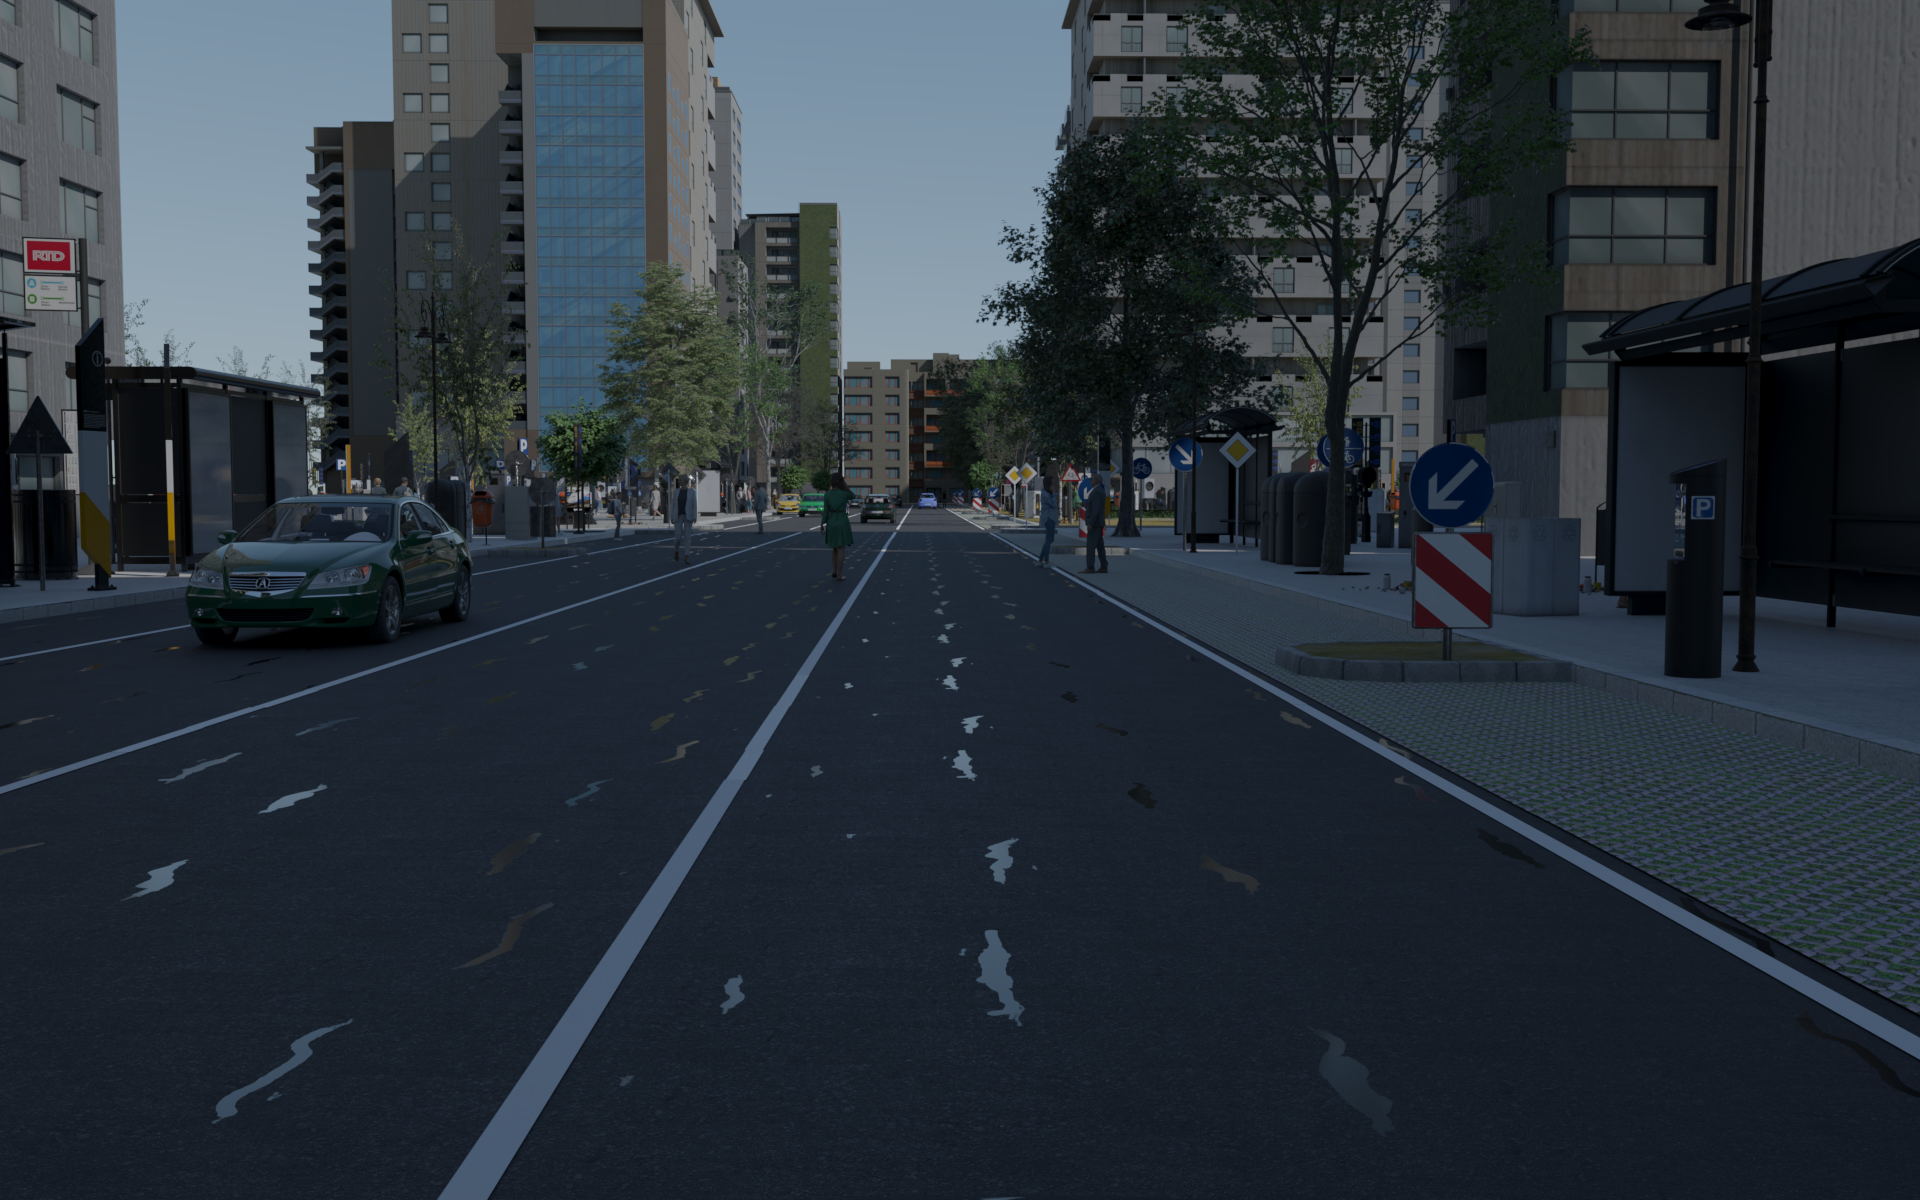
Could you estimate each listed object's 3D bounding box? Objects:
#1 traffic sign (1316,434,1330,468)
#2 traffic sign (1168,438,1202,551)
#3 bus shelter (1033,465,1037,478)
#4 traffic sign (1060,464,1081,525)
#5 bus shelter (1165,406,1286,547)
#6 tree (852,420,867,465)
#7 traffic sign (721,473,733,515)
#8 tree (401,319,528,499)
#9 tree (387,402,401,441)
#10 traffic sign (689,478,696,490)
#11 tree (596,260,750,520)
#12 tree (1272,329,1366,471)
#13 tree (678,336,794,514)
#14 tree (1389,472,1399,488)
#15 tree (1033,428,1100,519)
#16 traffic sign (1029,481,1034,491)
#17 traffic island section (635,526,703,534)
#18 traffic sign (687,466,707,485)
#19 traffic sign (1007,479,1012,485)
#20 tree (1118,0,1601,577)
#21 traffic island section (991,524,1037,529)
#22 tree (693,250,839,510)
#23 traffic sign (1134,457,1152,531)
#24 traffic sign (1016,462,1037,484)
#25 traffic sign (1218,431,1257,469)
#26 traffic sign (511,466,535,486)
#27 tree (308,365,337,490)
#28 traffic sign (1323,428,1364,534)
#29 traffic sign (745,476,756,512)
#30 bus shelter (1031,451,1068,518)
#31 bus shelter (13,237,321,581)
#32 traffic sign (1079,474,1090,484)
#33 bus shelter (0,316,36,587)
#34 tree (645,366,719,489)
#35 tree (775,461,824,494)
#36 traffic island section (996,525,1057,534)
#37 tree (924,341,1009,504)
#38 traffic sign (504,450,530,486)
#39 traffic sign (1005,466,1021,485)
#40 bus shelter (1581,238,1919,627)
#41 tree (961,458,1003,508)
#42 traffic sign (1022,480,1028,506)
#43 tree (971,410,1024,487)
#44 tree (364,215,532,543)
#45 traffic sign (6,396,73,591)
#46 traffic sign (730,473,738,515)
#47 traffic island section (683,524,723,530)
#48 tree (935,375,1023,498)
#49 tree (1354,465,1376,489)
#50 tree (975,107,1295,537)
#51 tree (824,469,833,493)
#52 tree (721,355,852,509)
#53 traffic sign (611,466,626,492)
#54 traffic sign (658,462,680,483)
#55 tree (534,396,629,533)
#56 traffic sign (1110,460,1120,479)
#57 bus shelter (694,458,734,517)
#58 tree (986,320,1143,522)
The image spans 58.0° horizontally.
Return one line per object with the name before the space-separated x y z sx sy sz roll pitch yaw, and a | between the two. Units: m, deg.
traffic sign | 7.627 -2.149 35.244 0.768 2.556 0.104 0 4 6
traffic sign | 5.098 -2.394 39.254 0.768 2.556 0.104 0 4 0
bus shelter | 5.522 -6.952 107.590 2.014 3.302 5.546 0 4 -1
traffic sign | 4.599 -4.398 71.914 0.884 2.594 0.081 0 4 1
bus shelter | 6.432 -2.981 42.670 2.014 3.302 5.546 0 4 -1
tree | -16.725 -18.733 216.649 12.009 13.543 11.850 0 3 0
traffic sign | -14.274 -6.475 105.972 0.768 2.556 0.104 0 4 2
tree | -20.766 -7.564 74.038 4.737 8.622 4.395 0 3 0
tree | -39.367 -10.725 125.714 4.737 8.622 4.395 0 3 0
traffic sign | -14.781 -5.905 96.647 0.768 2.556 0.104 0 4 -1
tree | -14.132 -10.200 84.901 7.486 12.596 7.792 0 3 0
tree | 15.908 -7.733 76.800 4.737 8.622 4.395 0 3 0
tree | -14.801 -11.472 113.317 9.928 11.665 9.643 0 3 0
tree | 32.494 -8.143 127.739 1.663 3.219 1.824 0 3 0
tree | 5.380 -8.452 88.549 4.737 8.622 4.395 0 3 0
traffic sign | 5.411 -7.766 127.087 0.768 2.556 0.104 0 4 6
traffic island section | -10.655 -2.507 63.277 2.009 0.180 2.903 0 4 -1
traffic sign | -10.816 -4.220 71.193 0.795 2.593 0.064 0 4 -1
traffic sign | 4.108 -8.469 138.570 0.768 2.556 0.104 0 4 4
tree | 5.992 -6.196 27.058 9.928 11.665 9.643 0 3 0
traffic island section | 2.298 -3.014 71.557 2.009 0.180 2.903 0 4 -1
tree | -16.681 -17.202 137.140 12.611 20.169 13.585 0 3 0
traffic sign | 6.304 -3.684 60.335 0.768 2.556 0.104 0 4 -1
traffic sign | 2.459 -3.749 63.491 0.795 2.593 0.064 0 4 -1
traffic sign | 5.837 -2.240 36.350 0.795 2.593 0.064 0 4 7
traffic sign | -13.911 -3.363 54.986 0.884 2.594 0.081 1 4 8
tree | -35.646 -8.778 93.874 4.360 8.622 3.978 0 3 0
traffic sign | 7.341 -2.024 33.202 0.768 2.556 0.104 0 4 8
traffic sign | -14.894 -7.515 122.979 0.768 2.556 0.104 0 4 1
bus shelter | 5.040 -6.456 96.841 1.731 3.624 6.357 0 4 -1
bus shelter | -13.600 -3.193 29.844 2.179 5.291 8.768 0 4 -1
traffic sign | 6.122 -5.075 85.099 0.606 2.300 0.079 0 4 8
bus shelter | -13.463 -1.803 20.770 1.731 3.624 6.357 0 4 -1
tree | -14.719 -8.749 93.408 4.360 8.622 3.978 0 3 0
tree | -16.152 -11.243 167.540 4.285 4.588 4.351 0 3 0
traffic island section | 2.482 -2.526 63.574 2.009 0.180 2.903 0 4 -1
tree | 2.327 -21.824 212.710 12.611 20.169 13.585 0 3 0
traffic sign | -12.858 -3.067 50.257 0.768 2.556 0.104 0 4 7
traffic sign | 2.275 -4.238 71.474 0.795 2.593 0.064 0 4 -1
bus shelter | 7.677 -1.336 15.763 2.014 3.302 5.546 0 4 -1
tree | 2.281 -10.525 155.798 4.285 4.588 4.351 0 3 0
traffic sign | 4.880 -8.070 132.058 0.768 2.556 0.104 0 4 8
tree | 2.875 -11.766 142.736 4.360 8.622 3.978 0 3 0
tree | -13.084 -5.809 45.345 4.360 8.622 3.978 0 3 0
traffic sign | -12.170 -1.401 22.907 0.884 2.594 0.081 0 4 1
traffic sign | -14.065 -6.524 106.768 0.768 2.556 0.104 0 4 7
traffic island section | -10.840 -2.996 71.260 2.009 0.180 2.903 0 4 -1
tree | 1.983 -17.003 184.660 9.857 13.997 8.962 0 3 0
tree | 22.946 -6.357 98.540 1.663 3.219 1.824 0 3 0
tree | 5.060 -8.254 51.959 9.611 12.733 9.660 0 3 0
tree | -16.338 -13.634 206.623 4.285 4.588 4.351 0 3 0
tree | -15.842 -14.795 152.276 12.009 13.543 11.850 0 3 0
traffic sign | -15.463 -4.775 78.180 0.768 2.556 0.104 0 4 0
traffic sign | -10.632 -3.732 63.210 0.795 2.593 0.064 0 4 -1
tree | -12.670 -4.557 58.224 4.285 4.588 4.351 0 3 0
traffic sign | 5.428 -3.852 62.716 0.795 2.593 0.064 0 4 1
bus shelter | -14.488 -6.572 101.372 2.014 3.302 5.546 0 4 -1
tree | 4.669 -8.787 78.072 7.601 10.594 8.767 0 4 2
